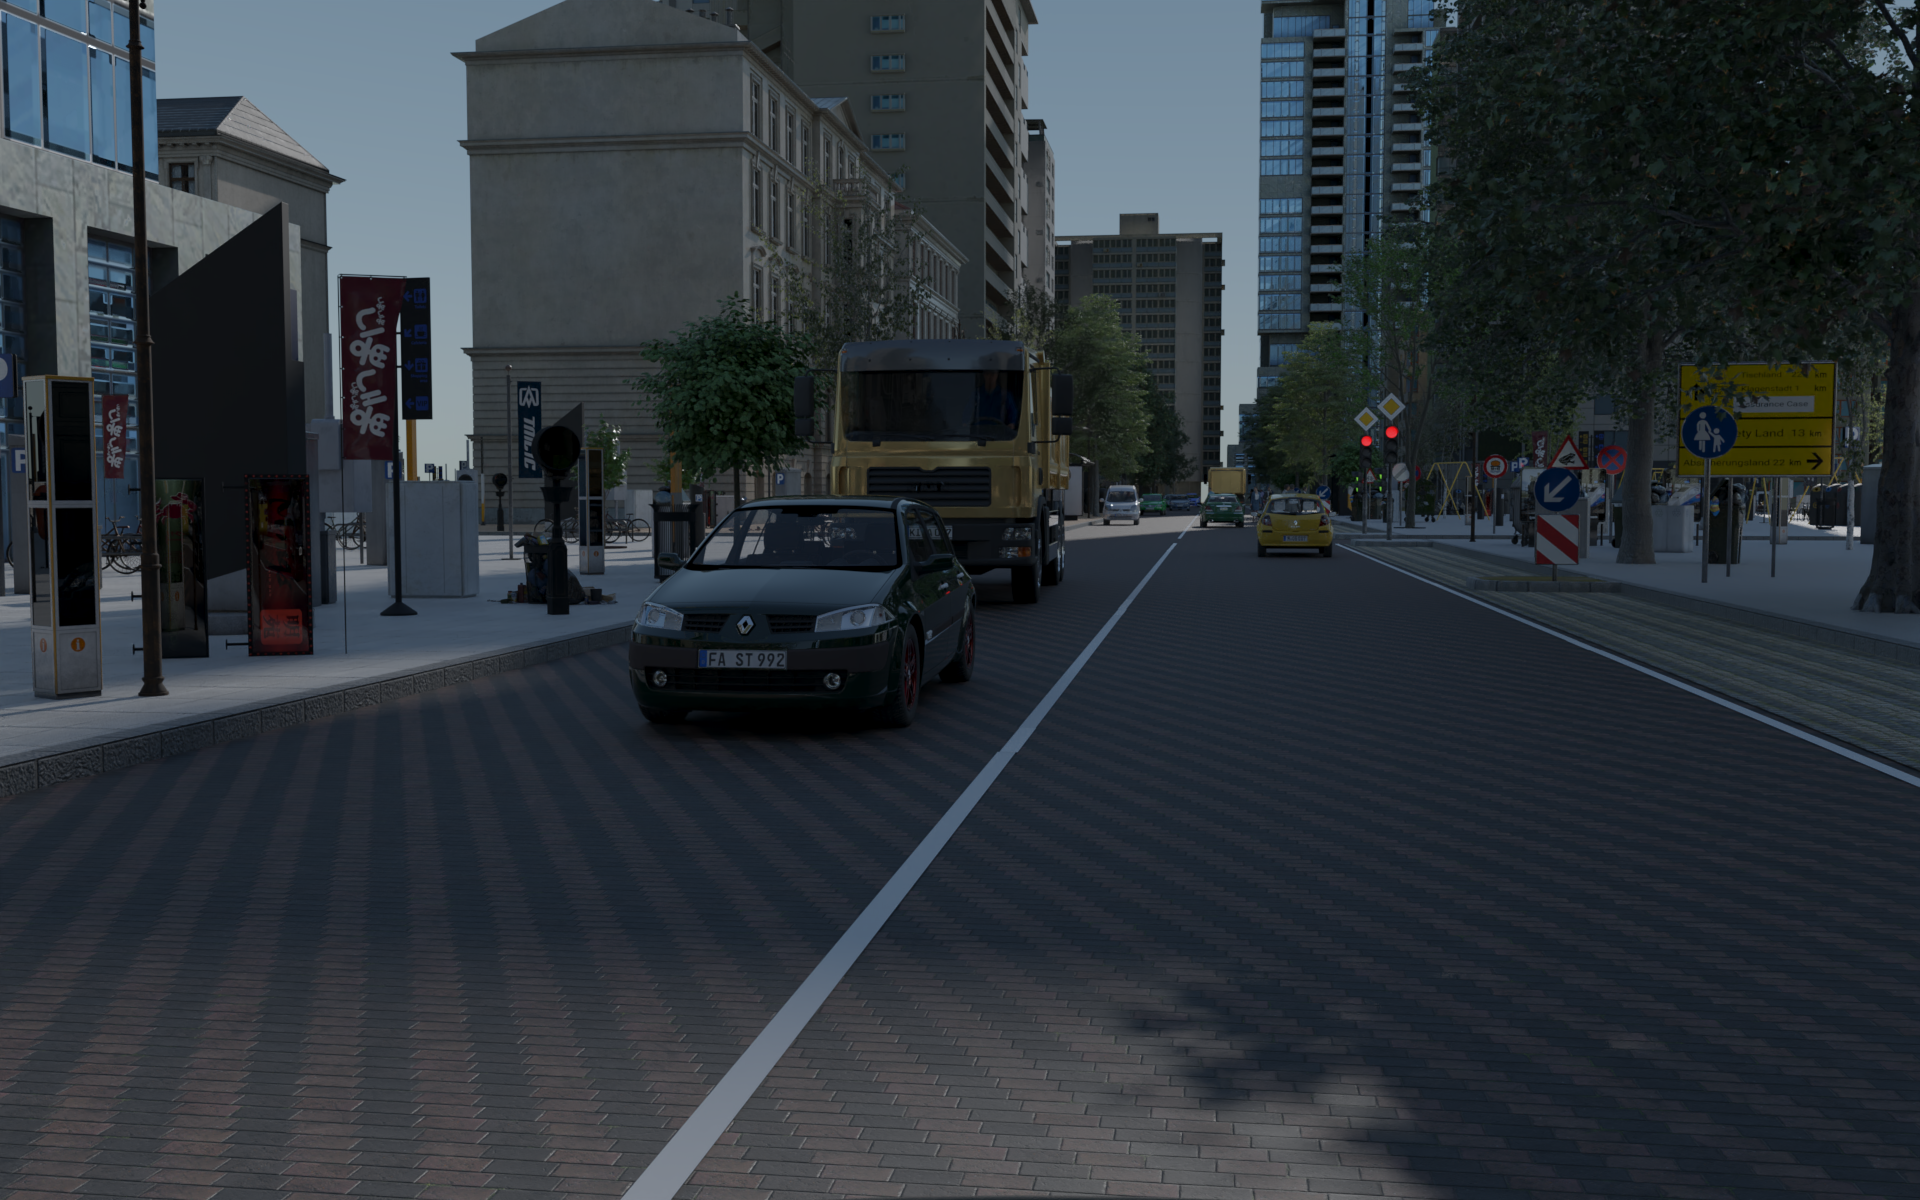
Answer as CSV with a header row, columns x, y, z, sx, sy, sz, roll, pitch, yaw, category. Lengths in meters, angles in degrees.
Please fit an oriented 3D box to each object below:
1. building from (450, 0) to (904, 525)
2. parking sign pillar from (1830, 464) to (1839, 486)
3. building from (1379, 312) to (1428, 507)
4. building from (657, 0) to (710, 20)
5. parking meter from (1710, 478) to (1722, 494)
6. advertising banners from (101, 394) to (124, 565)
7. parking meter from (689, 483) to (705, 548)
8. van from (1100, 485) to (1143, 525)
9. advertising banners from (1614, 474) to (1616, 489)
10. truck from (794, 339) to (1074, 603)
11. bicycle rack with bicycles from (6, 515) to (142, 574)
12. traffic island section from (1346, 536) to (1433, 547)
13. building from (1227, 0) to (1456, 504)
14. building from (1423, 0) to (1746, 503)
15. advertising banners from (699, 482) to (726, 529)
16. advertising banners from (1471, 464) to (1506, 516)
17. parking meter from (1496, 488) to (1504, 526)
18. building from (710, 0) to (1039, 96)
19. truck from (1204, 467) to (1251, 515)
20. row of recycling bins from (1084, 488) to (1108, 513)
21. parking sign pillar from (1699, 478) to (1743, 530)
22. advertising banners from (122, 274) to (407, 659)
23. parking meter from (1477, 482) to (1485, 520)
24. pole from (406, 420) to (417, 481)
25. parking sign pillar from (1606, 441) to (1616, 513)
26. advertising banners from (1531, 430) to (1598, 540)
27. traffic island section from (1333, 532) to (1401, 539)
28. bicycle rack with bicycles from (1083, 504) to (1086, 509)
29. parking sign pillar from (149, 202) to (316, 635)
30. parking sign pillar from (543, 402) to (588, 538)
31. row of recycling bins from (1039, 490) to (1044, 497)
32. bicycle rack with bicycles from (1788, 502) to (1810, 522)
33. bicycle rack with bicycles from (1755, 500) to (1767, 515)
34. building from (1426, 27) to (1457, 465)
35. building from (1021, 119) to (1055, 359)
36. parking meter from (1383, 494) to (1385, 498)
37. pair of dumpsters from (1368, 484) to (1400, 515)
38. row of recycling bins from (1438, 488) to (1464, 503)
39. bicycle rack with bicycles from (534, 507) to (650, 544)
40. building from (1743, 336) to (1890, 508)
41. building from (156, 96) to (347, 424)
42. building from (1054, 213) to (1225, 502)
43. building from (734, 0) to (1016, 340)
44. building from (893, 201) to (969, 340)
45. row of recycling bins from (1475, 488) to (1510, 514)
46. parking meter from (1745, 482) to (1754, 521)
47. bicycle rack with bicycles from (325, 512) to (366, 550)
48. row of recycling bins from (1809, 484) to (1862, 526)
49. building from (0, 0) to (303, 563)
x,y,z,sx,sy,sz,roll,pitch,yaw,category
-11.443,-16.463,88.255,14.460,24.649,34.723,1,4,8,building
55.713,-7.458,110.413,1.447,3.967,1.447,2,4,30,parking sign pillar
58.106,-20.236,175.900,27.650,21.520,28.899,1,4,8,building
-18.242,-39.675,190.693,28.212,58.520,21.231,1,4,8,building
19.492,-2.384,44.682,0.255,1.863,0.399,3,5,44,parking meter
-15.565,-2.101,30.547,2.074,3.025,0.090,1,4,9,advertising banners
-6.306,-2.030,41.605,0.372,1.533,0.369,0,3,0,parking meter
7.566,-4.526,81.017,2.013,2.044,4.112,0,4,7,van
39.331,-6.504,102.523,0.090,3.025,2.074,-3,5,-45,advertising banners
0.064,-1.778,24.987,3.469,3.379,9.791,0,4,6,truck
-13.985,-0.907,28.212,2.925,0.926,2.852,-1,4,-10,bicycle rack with bicycles
11.936,-1.578,48.083,2.009,0.180,2.903,1,4,8,traffic island section
51.619,-56.159,230.874,31.000,86.520,22.319,1,4,8,building
48.741,-42.705,136.476,20.563,71.187,20.611,1,4,8,building
-9.952,-4.464,69.181,0.090,3.025,2.074,-3,5,-39,advertising banners
30.298,-6.307,99.309,2.074,3.025,0.090,0,4,-3,advertising banners
21.603,-3.731,69.420,0.372,1.533,0.369,0,3,0,parking meter
-7.783,-35.565,170.732,28.713,52.752,27.495,1,4,8,building
19.073,-7.813,123.665,3.469,3.379,9.791,1,4,9,truck
8.311,-6.684,116.404,3.534,1.692,1.069,-1,4,-11,row of recycling bins
26.977,-4.455,61.308,1.447,3.967,1.447,0,4,4,parking sign pillar
-5.419,-1.068,13.655,2.074,3.025,0.090,-1,4,-18,advertising banners
26.246,-4.987,87.250,0.255,1.863,0.399,3,4,37,parking meter
-11.353,-2.571,35.886,0.158,3.312,0.155,0,3,0,pole
32.735,-6.064,87.617,1.447,3.967,1.447,2,4,35,parking sign pillar
16.468,-3.122,47.240,0.090,3.025,2.074,-3,4,-38,advertising banners
13.098,-2.061,55.983,2.009,0.180,2.903,1,4,8,traffic island section
6.880,-6.009,111.632,2.852,0.926,2.925,-2,4,-34,bicycle rack with bicycles
-6.877,-1.702,16.293,1.447,3.967,1.447,0,4,3,parking sign pillar
-11.605,-3.832,51.125,1.447,3.967,1.447,1,4,18,parking sign pillar
4.163,-5.149,91.307,1.069,1.692,3.534,1,4,22,row of recycling bins
39.967,-4.140,81.064,2.852,0.926,2.925,1,4,22,bicycle rack with bicycles
47.976,-5.626,105.361,2.925,0.926,2.852,-2,4,-33,bicycle rack with bicycles
48.945,-28.830,154.959,14.154,41.232,14.086,1,4,8,building
3.211,-31.080,191.747,14.086,41.232,14.154,1,4,8,building
23.654,-5.516,95.900,0.399,1.863,0.255,-1,4,-22,parking meter
24.789,-6.031,101.102,1.574,2.255,4.437,1,4,8,pair of dumpsters
35.491,-7.022,121.917,3.534,1.692,1.069,1,4,12,row of recycling bins
-9.723,-1.965,45.504,2.925,0.926,2.852,0,4,-4,bicycle rack with bicycles
91.635,-20.042,172.726,28.899,21.520,27.650,1,4,8,building
-39.590,-13.129,79.281,19.286,19.102,10.561,1,4,8,building
24.874,-33.671,242.396,23.993,40.220,32.217,1,4,8,building
-7.140,-31.903,145.317,21.300,48.544,21.600,1,4,8,building
-6.598,-17.103,115.792,11.583,22.565,21.152,1,4,8,building
34.598,-6.410,111.917,1.069,1.692,3.534,0,4,-4,row of recycling bins
38.008,-4.750,83.372,0.255,1.863,0.399,0,4,1,parking meter
-13.629,-1.641,40.206,2.925,0.926,2.852,-1,4,-10,bicycle rack with bicycles
35.879,-3.879,70.530,1.069,1.692,3.534,0,4,-5,row of recycling bins
-32.787,-43.910,30.595,31.000,86.520,22.319,1,4,8,building
